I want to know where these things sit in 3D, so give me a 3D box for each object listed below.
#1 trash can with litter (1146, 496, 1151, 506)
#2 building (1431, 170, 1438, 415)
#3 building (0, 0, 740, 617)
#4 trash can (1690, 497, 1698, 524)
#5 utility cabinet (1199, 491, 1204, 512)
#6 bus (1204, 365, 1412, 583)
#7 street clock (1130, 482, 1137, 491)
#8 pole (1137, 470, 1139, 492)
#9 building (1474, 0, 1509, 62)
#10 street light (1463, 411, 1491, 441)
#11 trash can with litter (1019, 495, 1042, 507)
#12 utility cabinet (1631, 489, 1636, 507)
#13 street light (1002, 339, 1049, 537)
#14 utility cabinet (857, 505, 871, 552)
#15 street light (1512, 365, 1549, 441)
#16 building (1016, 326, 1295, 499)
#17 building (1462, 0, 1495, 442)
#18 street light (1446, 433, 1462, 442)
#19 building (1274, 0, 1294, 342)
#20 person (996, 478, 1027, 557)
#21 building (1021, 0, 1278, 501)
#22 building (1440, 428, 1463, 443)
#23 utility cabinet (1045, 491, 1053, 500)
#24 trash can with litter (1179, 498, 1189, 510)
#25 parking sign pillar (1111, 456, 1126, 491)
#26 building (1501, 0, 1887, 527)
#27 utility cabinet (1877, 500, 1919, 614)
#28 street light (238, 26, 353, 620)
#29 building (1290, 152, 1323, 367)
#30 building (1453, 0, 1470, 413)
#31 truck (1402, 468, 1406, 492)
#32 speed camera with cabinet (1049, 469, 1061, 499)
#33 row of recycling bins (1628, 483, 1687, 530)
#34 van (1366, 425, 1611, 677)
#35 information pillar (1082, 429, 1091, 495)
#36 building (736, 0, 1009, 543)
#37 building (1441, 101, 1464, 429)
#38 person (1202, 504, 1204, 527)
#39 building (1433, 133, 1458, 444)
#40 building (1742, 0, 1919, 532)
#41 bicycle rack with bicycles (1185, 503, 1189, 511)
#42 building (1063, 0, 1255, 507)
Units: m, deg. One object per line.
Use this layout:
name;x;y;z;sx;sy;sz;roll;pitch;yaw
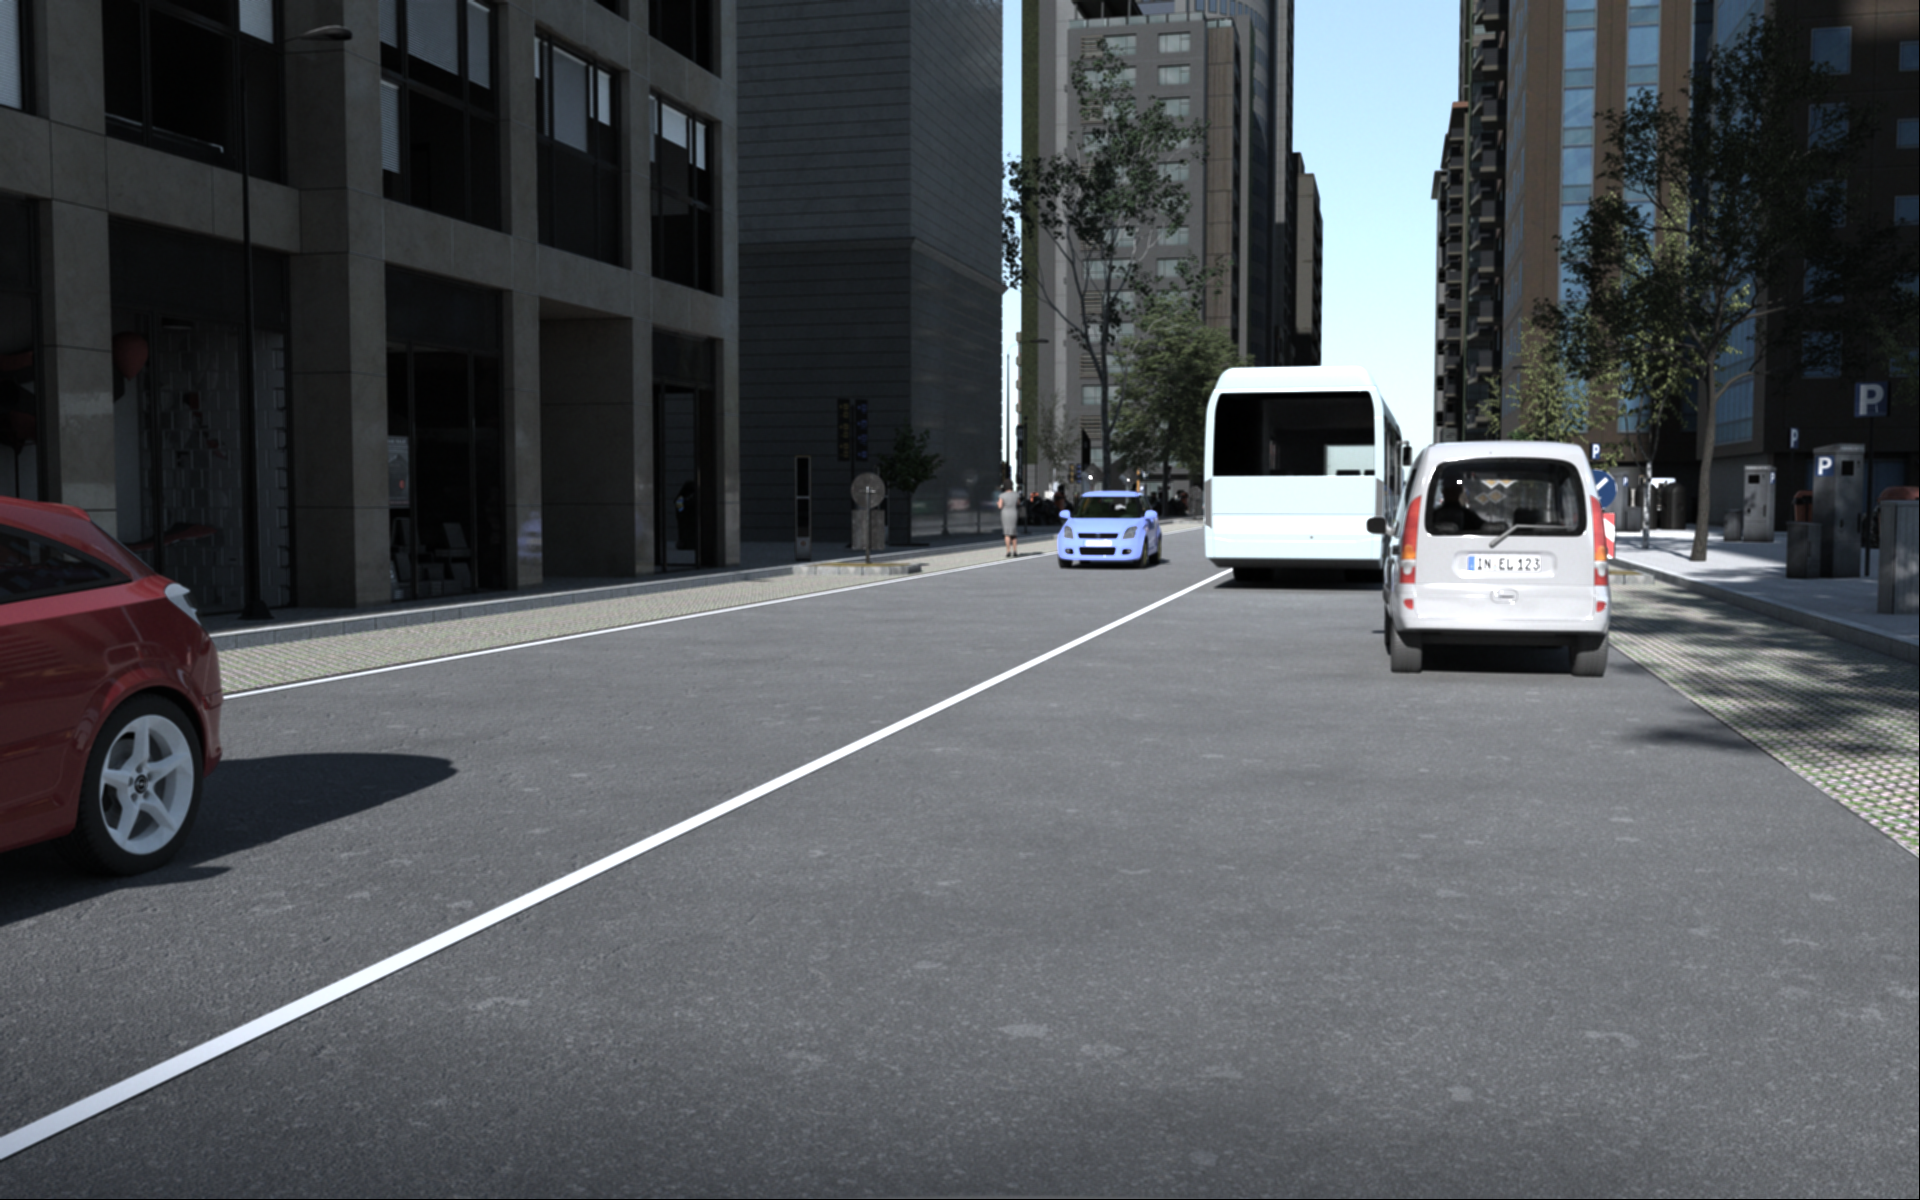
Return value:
trash can with litter;13.098;-6.694;120.838;0.624;1.170;1.055;2;4;30
building;88.093;-41.614;269.630;28.713;52.752;27.495;1;4;14
building;-17.336;-12.927;15.878;19.350;26.468;34.151;1;4;14
trash can;31.587;-3.813;74.002;0.748;1.137;0.748;0;3;0
utility cabinet;17.805;-7.139;125.401;0.318;1.500;1.173;-3;5;-39
bus;6.570;-2.233;31.371;2.948;3.499;13.247;1;4;15
street clock;8.982;-5.214;89.823;0.358;2.002;0.471;-1;4;-13
pole;12.232;-7.659;119.069;0.158;3.312;0.155;0;3;0
building;43.888;-27.780;108.821;22.147;44.769;28.867;1;4;14
street light;29.170;-7.626;97.223;1.470;5.913;1.316;1;4;14
trash can with litter;4.131;-5.527;101.431;2.233;1.210;1.678;0;4;4
utility cabinet;28.931;-4.041;74.749;1.173;1.500;0.318;2;4;34
street light;1.970;-4.861;52.021;1.470;5.913;1.316;1;4;14
utility cabinet;-2.164;-1.692;38.831;0.306;1.237;1.020;0;4;-5
street light;20.600;-5.503;62.511;1.470;5.913;1.316;1;4;14
building;22.842;-21.425;195.337;27.650;21.520;28.899;1;4;14
building;47.483;-27.781;137.816;14.154;41.232;14.086;1;4;14
street light;39.336;-10.114;137.907;1.470;5.913;1.316;1;4;14
building;35.481;-48.374;229.166;20.563;71.187;20.611;1;4;14
person;1.161;-1.848;39.076;0.716;1.782;0.532;-1;4;-20
building;18.655;-38.158;165.876;21.231;58.520;28.212;1;4;14
building;56.534;-51.736;158.548;22.319;86.520;31.000;1;4;14
utility cabinet;6.858;-7.384;129.407;0.318;1.500;1.173;-3;5;-44
trash can with litter;17.677;-7.590;135.485;1.055;1.170;0.624;-1;4;-20
parking sign pillar;10.503;-7.836;116.583;1.447;3.967;1.447;0;4;0
building;33.303;-26.358;81.057;14.600;45.320;14.200;1;4;14
utility cabinet;10.426;-0.454;18.584;1.020;1.237;0.306;0;4;-5
street light;-6.708;-2.749;17.483;1.470;5.913;1.316;1;4;14
building;40.492;-38.325;250.321;21.300;48.544;21.600;1;4;14
building;71.709;-47.821;220.117;20.563;71.187;20.611;1;4;14
truck;42.859;-11.093;171.123;2.967;4.110;18.799;1;4;12
speed camera with cabinet;7.043;-8.158;127.716;0.660;3.252;2.038;1;4;13
row of recycling bins;24.401;-3.402;62.731;3.534;1.692;1.069;1;4;21
van;4.570;-0.493;15.072;2.013;2.044;4.112;1;4;13
information pillar;4.556;-4.364;62.712;0.183;3.616;0.504;2;4;35
building;-14.226;-16.879;53.465;29.804;29.767;11.434;1;4;14
building;64.392;-32.681;188.963;22.147;44.769;28.867;1;4;14
person;10.693;-4.025;74.174;0.638;1.841;0.748;-2;4;-32
building;82.222;-39.974;242.808;28.713;52.752;27.495;1;4;14
building;35.796;-25.222;62.490;14.200;45.320;14.600;1;4;14
bicycle rack with bicycles;17.410;-7.080;129.146;2.925;0.926;2.852;0;4;-3
building;16.878;-28.226;145.085;14.154;41.232;14.086;1;4;14
